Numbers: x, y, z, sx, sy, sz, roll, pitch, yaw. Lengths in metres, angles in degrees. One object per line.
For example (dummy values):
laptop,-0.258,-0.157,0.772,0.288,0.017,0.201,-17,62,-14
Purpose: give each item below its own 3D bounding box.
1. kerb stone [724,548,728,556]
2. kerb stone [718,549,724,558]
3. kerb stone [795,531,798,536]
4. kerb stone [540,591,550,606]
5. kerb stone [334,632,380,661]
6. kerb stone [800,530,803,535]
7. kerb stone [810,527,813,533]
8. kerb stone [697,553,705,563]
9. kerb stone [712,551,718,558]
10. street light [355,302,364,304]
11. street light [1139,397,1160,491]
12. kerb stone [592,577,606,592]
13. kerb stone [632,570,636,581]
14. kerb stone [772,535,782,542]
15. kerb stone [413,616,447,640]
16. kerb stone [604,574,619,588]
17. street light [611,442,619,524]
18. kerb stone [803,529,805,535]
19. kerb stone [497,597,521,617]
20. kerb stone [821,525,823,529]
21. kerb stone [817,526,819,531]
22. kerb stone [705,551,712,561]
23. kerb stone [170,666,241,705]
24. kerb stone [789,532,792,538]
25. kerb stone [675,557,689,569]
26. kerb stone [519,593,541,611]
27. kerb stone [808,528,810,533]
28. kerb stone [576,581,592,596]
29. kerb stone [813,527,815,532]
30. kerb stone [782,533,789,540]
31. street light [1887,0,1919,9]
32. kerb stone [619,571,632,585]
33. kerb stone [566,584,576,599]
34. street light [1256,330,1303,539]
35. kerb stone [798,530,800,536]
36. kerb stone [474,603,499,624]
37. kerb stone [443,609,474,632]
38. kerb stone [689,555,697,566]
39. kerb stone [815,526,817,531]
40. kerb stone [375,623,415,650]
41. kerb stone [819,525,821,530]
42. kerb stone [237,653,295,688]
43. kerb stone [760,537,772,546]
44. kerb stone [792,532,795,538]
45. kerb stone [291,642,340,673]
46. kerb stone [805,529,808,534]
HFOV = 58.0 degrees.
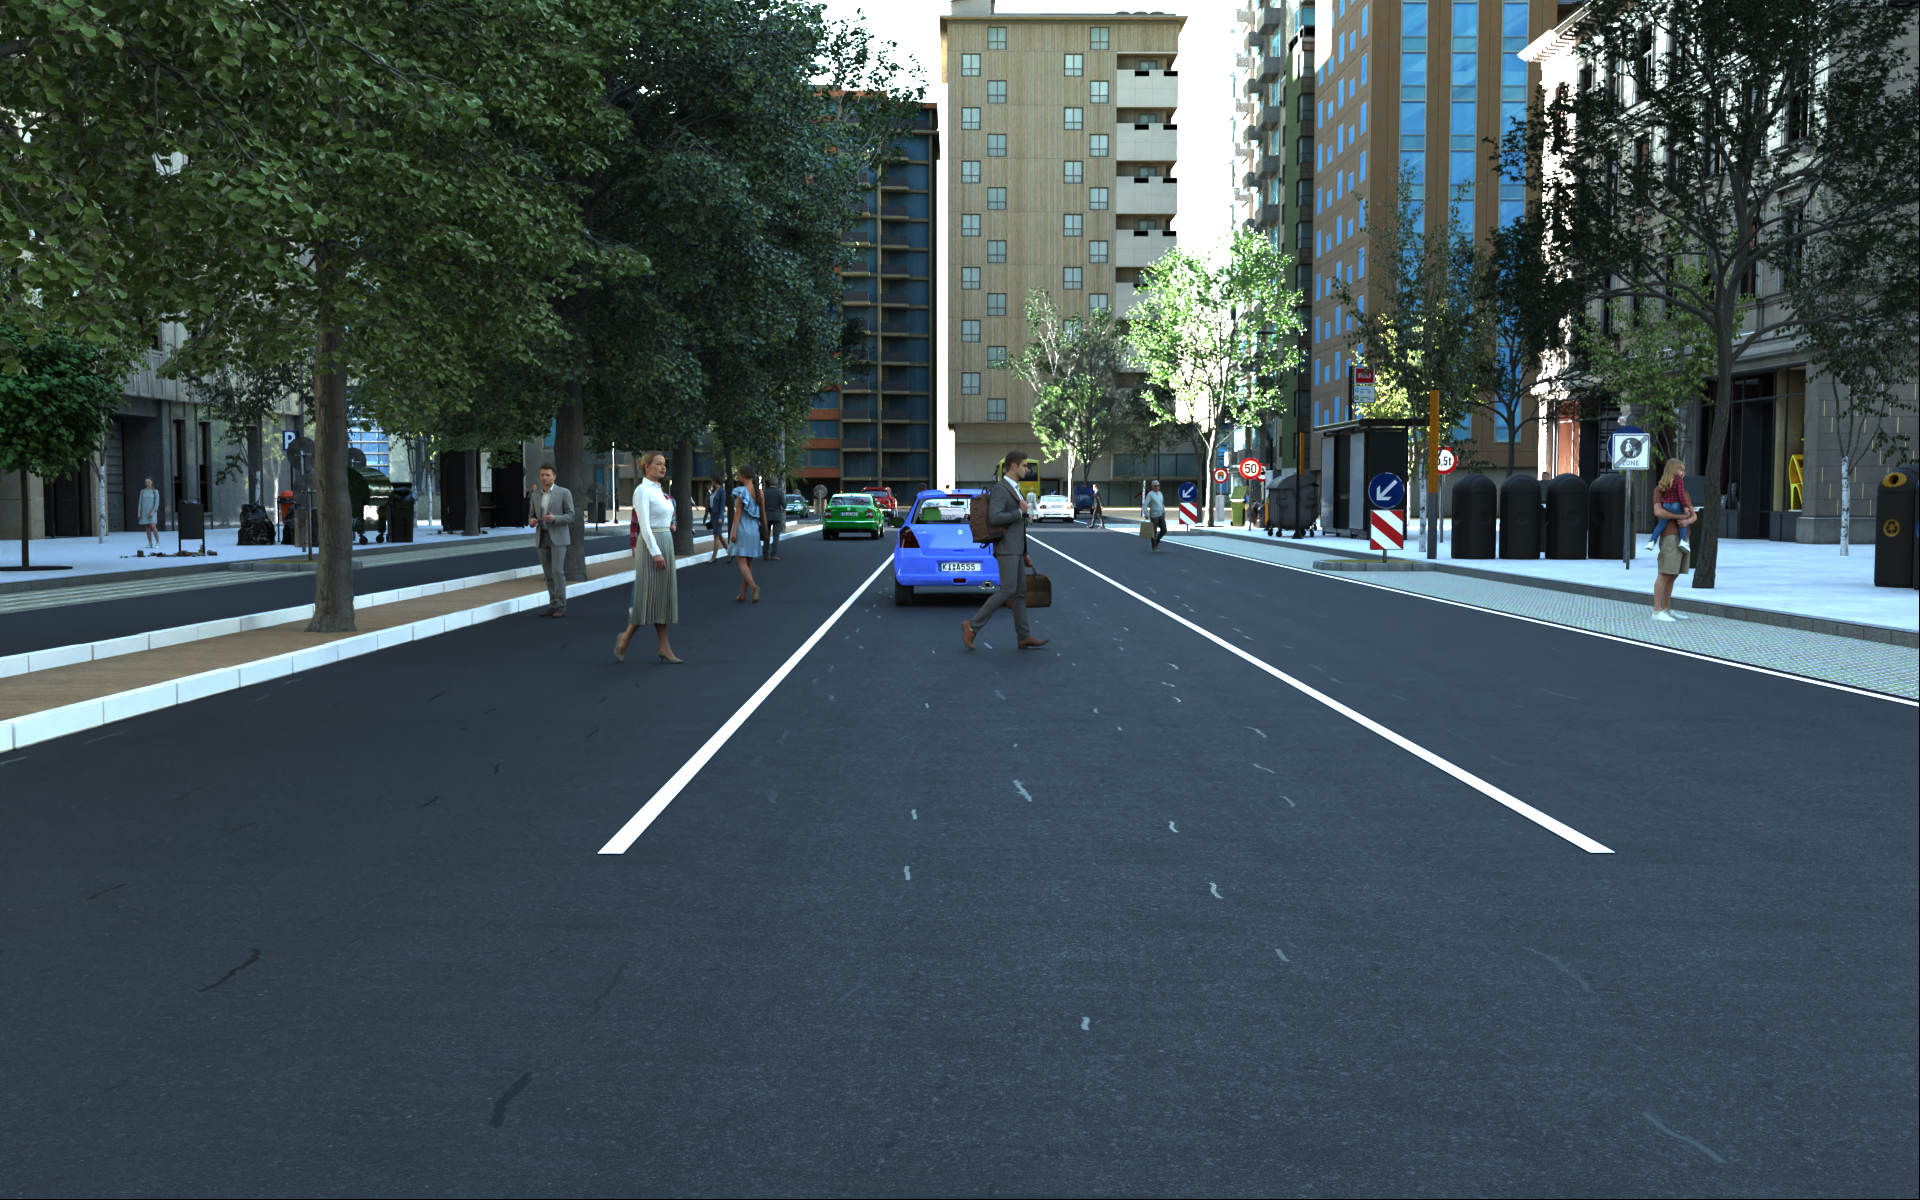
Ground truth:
kerb stone,-5.500,-1.088,39.991,0.120,0.150,1.000,0,4,0
kerb stone,-5.495,-1.026,38.966,0.120,0.150,1.000,0,4,0
kerb stone,-5.576,-2.153,57.415,0.120,0.150,1.000,0,4,0
kerb stone,-5.417,-0.022,22.553,0.120,0.150,1.000,0,4,0
kerb stone,-5.388,0.419,15.338,0.120,0.150,1.000,0,4,0
kerb stone,-5.589,-2.279,59.465,0.120,0.150,1.000,0,4,0
kerb stone,-5.604,-2.531,63.573,0.120,0.150,1.000,0,4,0
kerb stone,-5.478,-0.836,35.883,0.120,0.150,1.000,0,4,0
kerb stone,-5.488,-0.963,37.940,0.120,0.150,1.000,0,4,0
street light,-14.333,-4.210,41.376,1.470,5.913,1.316,0,4,0
street light,9.016,-6.770,83.232,1.470,5.913,1.316,0,4,0
kerb stone,-5.436,-0.200,25.624,0.120,0.150,1.000,0,4,0
kerb stone,-5.447,-0.398,28.695,0.120,0.150,1.000,0,4,0
kerb stone,-5.553,-1.841,52.293,0.120,0.150,1.000,0,4,0
kerb stone,-5.393,0.293,17.405,0.120,0.150,1.000,0,4,0
kerb stone,-5.436,-0.271,26.648,0.120,0.150,1.000,0,4,0
street light,-14.365,-6.244,74.639,1.470,5.913,1.316,0,4,0
kerb stone,-5.591,-2.342,60.494,0.120,0.150,1.000,0,4,0
kerb stone,-5.416,0.104,20.503,0.120,0.150,1.000,0,4,0
kerb stone,-5.622,-2.845,68.708,0.120,0.150,1.000,0,4,0
kerb stone,-5.615,-2.719,66.646,0.120,0.150,1.000,0,4,0
kerb stone,-5.477,-0.900,36.911,0.120,0.150,1.000,0,4,0
kerb stone,-5.375,0.607,12.266,0.120,0.150,1.000,0,4,0
kerb stone,-5.570,-2.025,55.365,0.120,0.150,1.000,0,4,0
kerb stone,-5.473,-0.705,33.833,0.120,0.150,1.000,0,4,0
kerb stone,-5.415,0.041,21.525,0.120,0.150,1.000,0,4,0
kerb stone,-5.602,-2.464,62.542,0.120,0.150,1.000,0,4,0
kerb stone,-5.426,-0.146,24.599,0.120,0.150,1.000,0,4,0
kerb stone,-5.609,-2.593,64.598,0.120,0.150,1.000,0,4,0
kerb stone,-5.558,-1.966,54.338,0.120,0.150,1.000,0,4,0
street light,9.303,-2.673,16.244,1.470,5.913,1.316,0,4,0
kerb stone,-5.440,-0.335,27.673,0.120,0.150,1.000,0,4,0
kerb stone,-5.425,-0.084,23.576,0.120,0.150,1.000,0,4,0
street light,9.100,-4.696,49.325,1.470,5.913,1.316,0,4,0
kerb stone,-5.589,-2.217,58.437,0.120,0.150,1.000,0,4,0
kerb stone,-5.402,0.170,19.473,0.120,0.150,1.000,0,4,0
kerb stone,-5.401,0.229,18.446,0.120,0.150,1.000,0,4,0
kerb stone,-5.470,-0.769,34.855,0.120,0.150,1.000,0,4,0
kerb stone,-5.612,-2.651,65.620,0.120,0.150,1.000,0,4,0
kerb stone,-5.396,0.356,16.373,0.120,0.150,1.000,0,4,0
kerb stone,-5.621,-2.779,67.668,0.120,0.150,1.000,0,4,0
kerb stone,-5.377,0.551,13.294,0.120,0.150,1.000,0,4,0
kerb stone,-5.537,-1.653,49.215,0.120,0.150,1.000,0,4,0
kerb stone,-5.571,-2.091,56.388,0.120,0.150,1.000,0,4,0
kerb stone,-5.381,0.487,14.316,0.120,0.150,1.000,0,4,0
kerb stone,-5.595,-2.405,61.520,0.120,0.150,1.000,0,4,0
